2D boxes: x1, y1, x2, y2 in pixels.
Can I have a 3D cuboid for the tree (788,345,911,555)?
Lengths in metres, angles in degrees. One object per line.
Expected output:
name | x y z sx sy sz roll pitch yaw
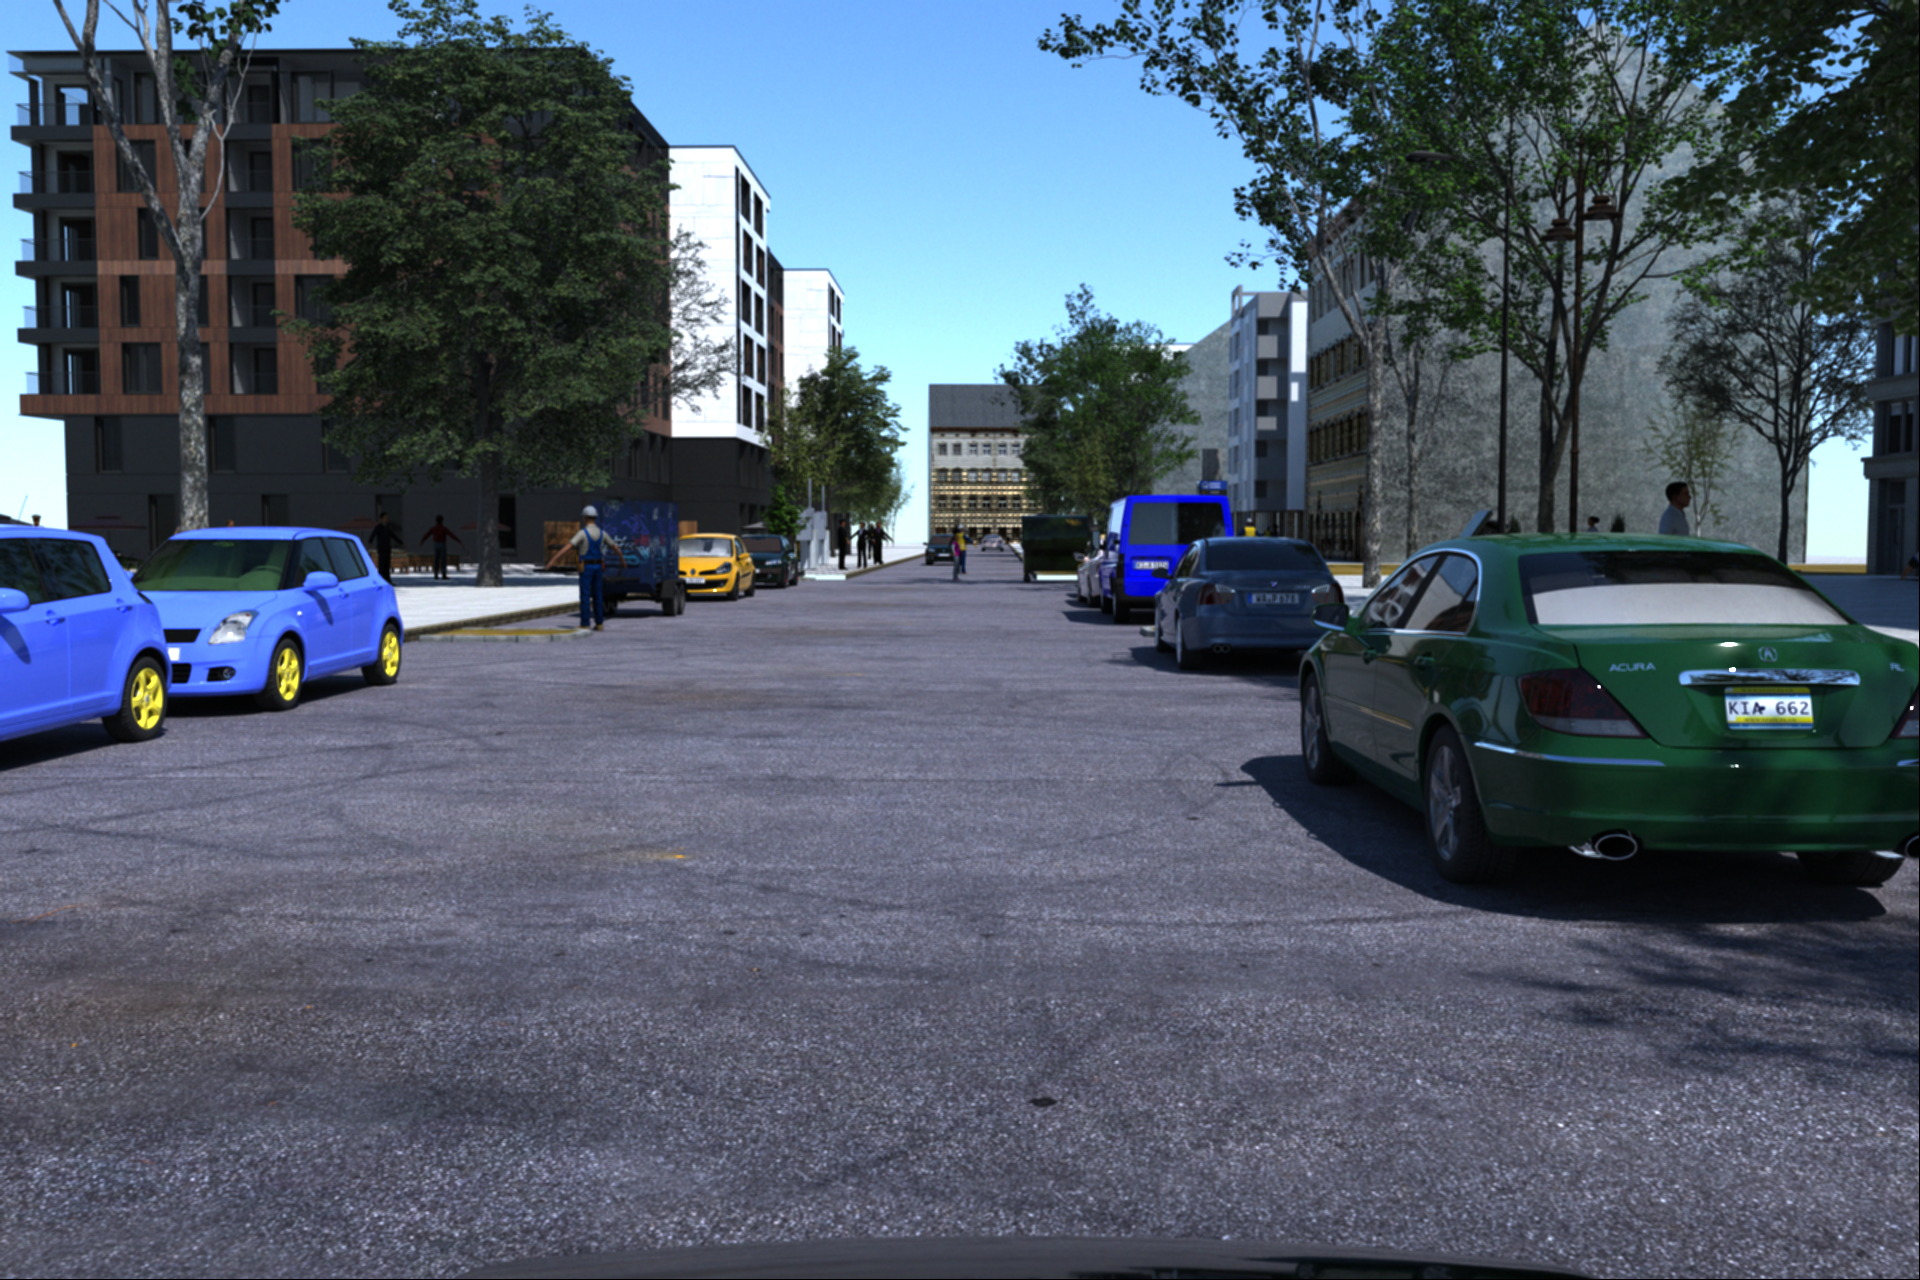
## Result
tree | -6.852 -11.401 104.538 7.486 12.596 7.792 0 3 0

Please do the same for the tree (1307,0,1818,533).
tree | 9.619 -6.232 27.650 9.928 11.665 9.643 0 3 0

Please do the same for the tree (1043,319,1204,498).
tree | 8.152 -9.745 85.090 9.928 11.665 9.643 0 3 0

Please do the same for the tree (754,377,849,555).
tree | -7.542 -8.047 81.925 4.737 8.622 4.395 0 3 0

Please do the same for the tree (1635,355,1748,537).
tree | 30.024 -7.312 69.908 4.360 8.622 3.978 0 3 0

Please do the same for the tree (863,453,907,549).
tree | -6.307 -12.390 152.945 4.360 8.622 3.978 0 3 0

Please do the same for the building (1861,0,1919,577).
building | 30.139 -11.925 41.657 8.464 21.280 15.925 0 4 1

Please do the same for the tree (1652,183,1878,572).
tree | 28.232 -9.079 58.810 12.009 13.543 11.850 0 3 0

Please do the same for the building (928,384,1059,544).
building | 4.497 -25.606 252.041 18.063 23.208 19.493 0 4 -2

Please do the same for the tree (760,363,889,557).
tree | -7.328 -9.840 95.291 7.601 10.594 8.767 1 4 8

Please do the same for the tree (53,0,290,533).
tree | -12.965 -10.353 25.165 12.611 20.169 13.585 0 3 0

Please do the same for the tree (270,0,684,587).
tree | -11.336 -8.260 41.711 9.857 13.997 8.962 0 3 0

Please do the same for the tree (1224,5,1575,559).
tree | 16.090 -12.701 63.555 12.611 20.169 13.585 0 3 0

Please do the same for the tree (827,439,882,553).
tree | -7.502 -10.091 115.343 4.360 8.622 3.978 0 3 0

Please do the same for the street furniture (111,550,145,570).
street furniture | -29.833 -3.015 64.930 5.734 0.657 10.072 -1 4 -23

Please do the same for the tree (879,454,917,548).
tree | -6.189 -12.747 158.776 4.360 8.622 3.978 0 3 0

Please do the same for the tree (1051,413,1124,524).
tree | 7.595 -9.117 99.422 4.737 8.622 4.395 0 3 0

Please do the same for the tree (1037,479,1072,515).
tree | 8.893 -11.920 145.250 4.360 8.622 3.978 0 3 0

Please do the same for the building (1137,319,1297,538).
building | 28.065 -21.122 176.276 19.493 23.208 18.063 0 4 1

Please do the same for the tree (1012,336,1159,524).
tree | 8.130 -12.382 109.093 9.857 13.997 8.962 0 3 0

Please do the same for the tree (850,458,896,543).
tree | -12.860 -20.333 250.572 7.486 12.596 7.792 0 3 0

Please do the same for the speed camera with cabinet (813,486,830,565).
speed camera with cabinet | -5.764 -4.718 71.472 0.660 3.252 2.038 0 4 1

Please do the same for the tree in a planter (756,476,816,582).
tree in a planter | -5.466 -3.411 52.987 1.991 3.239 1.994 0 4 1

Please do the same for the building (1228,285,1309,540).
building | 25.727 -16.866 132.178 16.016 20.090 11.380 0 4 1

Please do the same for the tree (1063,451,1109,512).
tree | 8.811 -10.381 120.089 4.737 8.622 4.395 0 3 0

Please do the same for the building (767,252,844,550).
building | -24.119 -17.600 131.734 27.936 21.610 32.646 0 4 1

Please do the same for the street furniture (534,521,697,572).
street furniture | -10.839 -3.396 62.379 9.812 1.723 11.010 -1 4 -14

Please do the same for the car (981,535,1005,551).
car | 2.756 -8.148 145.575 2.083 1.381 4.827 0 4 1

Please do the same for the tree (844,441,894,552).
tree | -6.912 -10.770 126.454 4.360 8.622 3.978 0 3 0

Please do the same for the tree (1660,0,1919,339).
tree | 8.499 -5.740 11.983 7.486 12.596 7.792 0 3 0

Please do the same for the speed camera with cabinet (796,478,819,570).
speed camera with cabinet | -5.472 -4.141 62.038 0.660 3.252 2.038 0 4 3

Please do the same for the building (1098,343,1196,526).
building | 29.895 -21.892 201.904 27.936 21.610 32.646 0 4 1

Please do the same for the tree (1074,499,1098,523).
tree | 20.241 -20.915 248.607 9.857 13.997 8.962 0 3 0

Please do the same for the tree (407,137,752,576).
tree | -11.636 -8.734 53.168 12.009 13.543 11.850 0 3 0

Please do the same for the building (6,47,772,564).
building | -25.839 -15.023 89.603 27.936 21.610 32.646 0 4 1

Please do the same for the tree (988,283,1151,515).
tree | 8.493 -16.983 133.567 12.611 20.169 13.585 0 3 0

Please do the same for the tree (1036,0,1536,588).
tree | 8.700 -11.354 41.529 12.611 20.169 13.585 0 3 0

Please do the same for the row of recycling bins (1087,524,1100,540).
row of recycling bins | 5.458 -4.002 72.545 1.069 1.692 3.534 0 4 0

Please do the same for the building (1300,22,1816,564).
building | 27.548 -15.442 83.413 19.493 23.208 18.063 0 4 2

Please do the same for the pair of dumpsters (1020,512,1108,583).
pair of dumpsters | 3.998 -2.828 51.192 4.436 2.255 1.574 0 3 0

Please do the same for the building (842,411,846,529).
building | -22.355 -21.822 187.726 19.493 23.208 18.063 0 4 1

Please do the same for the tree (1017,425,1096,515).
tree | 9.109 -14.277 159.190 9.928 11.665 9.643 0 3 0

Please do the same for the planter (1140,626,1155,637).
planter | 3.587 -0.213 24.615 1.991 0.319 1.994 0 4 1
